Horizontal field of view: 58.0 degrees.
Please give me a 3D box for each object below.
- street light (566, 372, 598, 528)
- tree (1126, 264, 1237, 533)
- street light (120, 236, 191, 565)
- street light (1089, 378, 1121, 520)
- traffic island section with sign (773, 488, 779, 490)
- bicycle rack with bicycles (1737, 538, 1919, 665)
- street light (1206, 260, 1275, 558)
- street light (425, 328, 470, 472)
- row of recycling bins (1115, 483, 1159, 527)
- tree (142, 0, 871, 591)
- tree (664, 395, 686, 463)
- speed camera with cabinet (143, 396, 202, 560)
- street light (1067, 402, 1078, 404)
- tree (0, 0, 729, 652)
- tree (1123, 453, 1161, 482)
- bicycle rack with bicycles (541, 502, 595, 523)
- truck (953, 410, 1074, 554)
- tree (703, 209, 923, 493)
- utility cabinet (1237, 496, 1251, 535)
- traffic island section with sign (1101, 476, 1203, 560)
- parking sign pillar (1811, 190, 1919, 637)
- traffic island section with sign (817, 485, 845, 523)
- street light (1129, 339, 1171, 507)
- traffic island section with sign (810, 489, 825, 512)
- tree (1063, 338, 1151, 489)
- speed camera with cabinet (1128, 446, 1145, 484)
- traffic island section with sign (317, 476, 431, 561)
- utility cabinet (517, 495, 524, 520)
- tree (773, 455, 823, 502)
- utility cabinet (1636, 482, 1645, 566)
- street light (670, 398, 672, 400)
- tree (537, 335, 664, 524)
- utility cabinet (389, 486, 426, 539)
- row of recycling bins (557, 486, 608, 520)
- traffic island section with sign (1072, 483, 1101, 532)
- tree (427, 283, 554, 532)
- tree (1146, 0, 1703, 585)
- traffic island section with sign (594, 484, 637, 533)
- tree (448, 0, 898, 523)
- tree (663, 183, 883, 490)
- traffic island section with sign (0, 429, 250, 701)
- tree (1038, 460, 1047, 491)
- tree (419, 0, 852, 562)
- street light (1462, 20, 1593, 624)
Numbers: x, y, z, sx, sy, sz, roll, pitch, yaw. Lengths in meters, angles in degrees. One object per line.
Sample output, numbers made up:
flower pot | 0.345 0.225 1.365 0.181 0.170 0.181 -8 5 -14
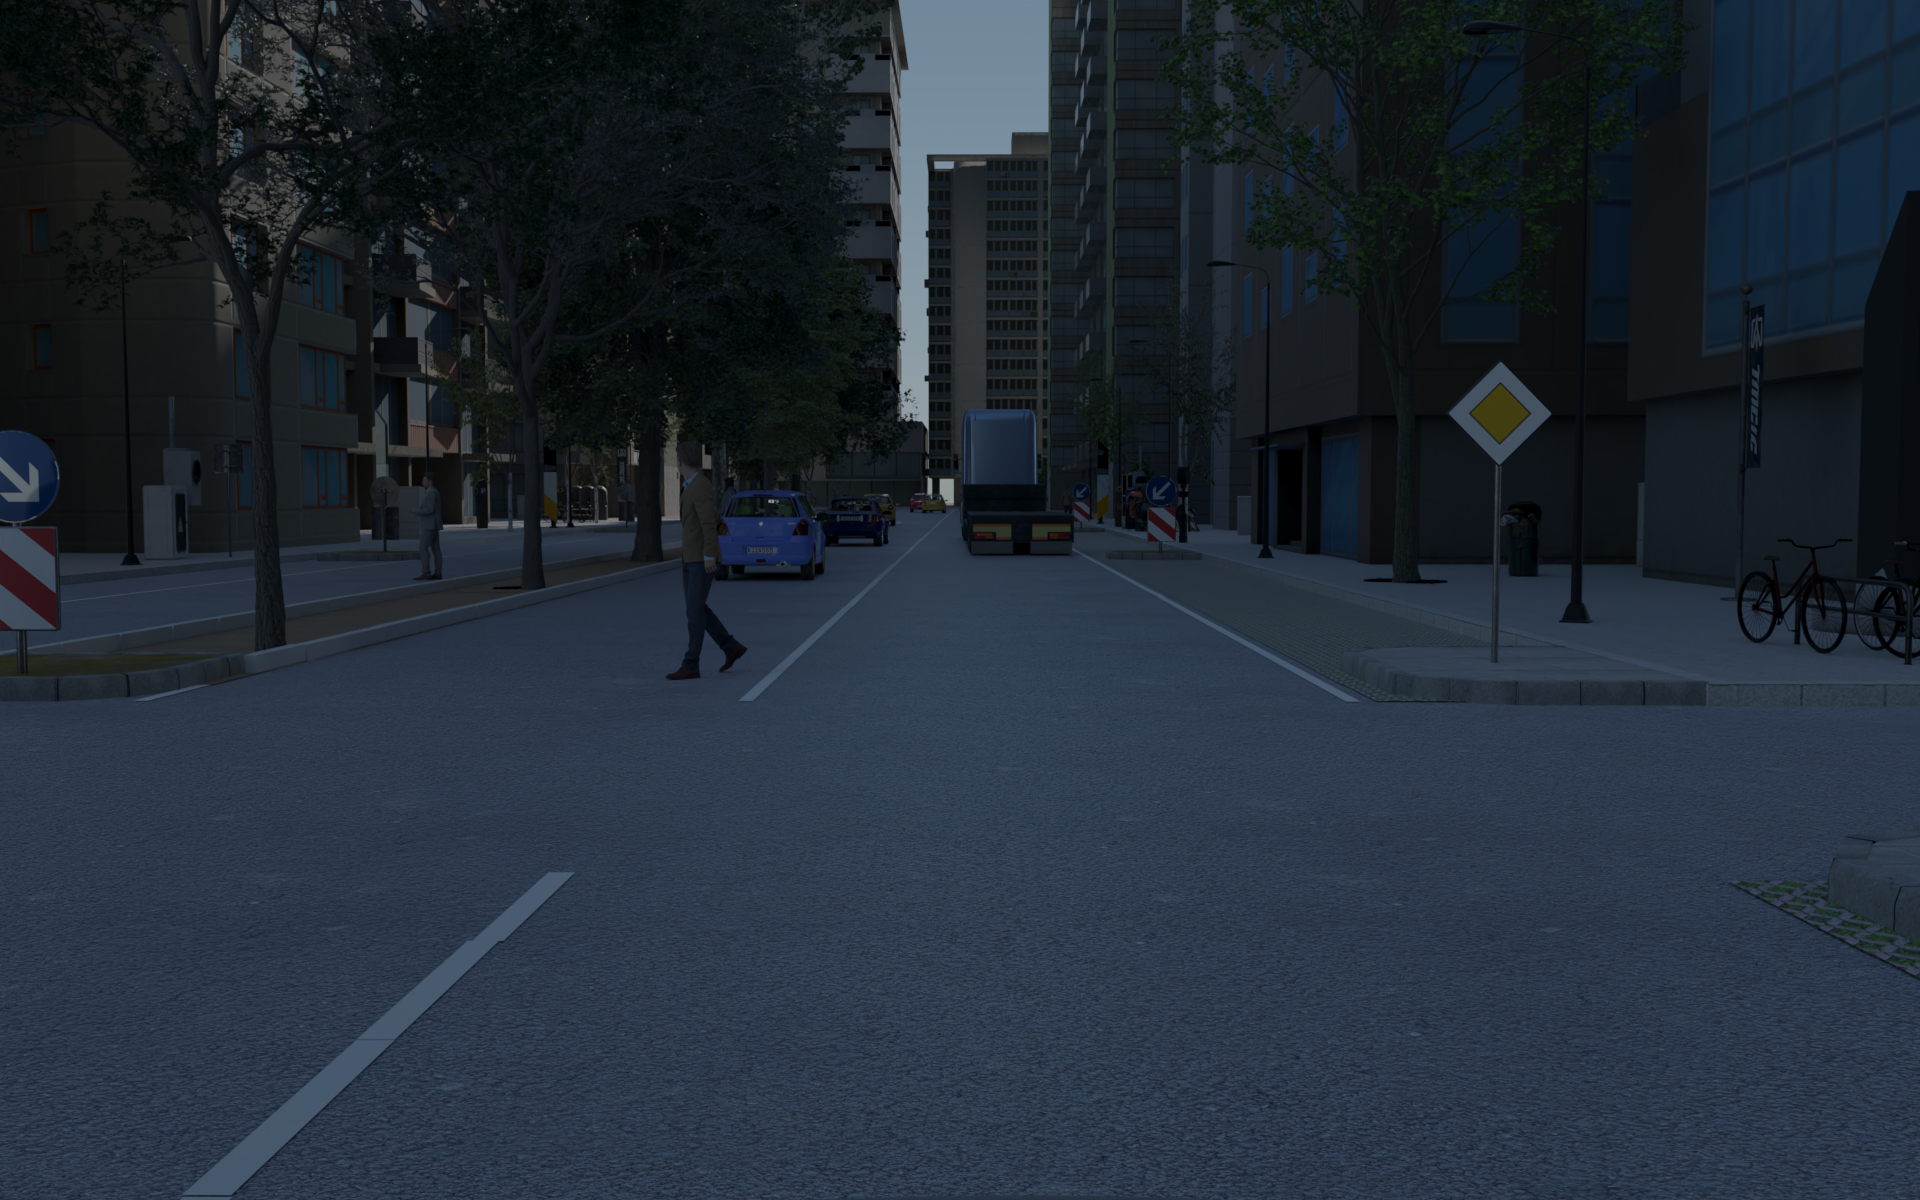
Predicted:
street light | -14.363 -5.723 66.109 1.470 5.913 1.316 0 4 0
tree | 7.577 -6.468 56.110 4.360 8.622 3.978 0 3 0
street light | -14.450 -3.584 31.133 1.470 5.913 1.316 0 4 0
street light | 5.855 -5.921 69.355 1.470 5.913 1.316 0 4 0
traffic island section with sign | -12.243 -6.527 115.341 1.989 1.847 2.006 0 4 0
bicycle rack with bicycles | 7.881 -0.020 13.704 2.852 0.926 2.925 0 4 2
street light | 5.591 -3.794 34.566 1.470 5.913 1.316 0 4 0
street light | -14.383 -4.648 48.528 1.470 5.913 1.316 0 4 0
row of recycling bins | 6.798 -3.619 66.288 1.069 1.692 3.534 -1 4 -11
tree | -6.357 -6.884 25.374 12.009 13.543 11.850 0 3 0
tree | -15.733 -8.371 87.226 4.360 8.622 3.978 0 3 0
speed camera with cabinet | -15.666 -2.455 34.472 0.660 3.252 2.038 -1 4 -9
street light | 6.032 -7.005 87.078 1.470 5.913 1.316 0 4 0
tree | -6.159 -4.814 15.575 8.767 10.594 7.601 0 4 0
tree | 7.854 -4.893 74.596 1.663 3.219 1.824 0 3 0
bicycle rack with bicycles | -17.562 -3.949 77.953 2.852 0.926 2.925 2 4 35
truck | 1.332 -3.646 49.369 2.967 4.110 18.799 0 4 -1
tree | -6.321 -8.992 66.485 9.611 12.733 9.660 0 3 0
utility cabinet | 9.182 -2.621 54.015 1.020 1.237 0.306 0 4 -4
traffic island section with sign | 4.255 -1.813 38.269 1.989 1.847 2.006 0 4 0
parking sign pillar | 8.756 -1.688 16.068 1.447 3.967 1.447 1 4 14
traffic island section with sign | -6.241 -4.888 88.053 2.006 1.907 1.989 0 4 0
street light | 5.749 -4.857 51.960 1.470 5.913 1.316 0 4 0
traffic island section with sign | -12.072 -8.175 142.295 1.989 1.847 2.006 0 4 0
tree | 6.966 -8.104 82.858 4.737 8.622 4.395 0 3 0
speed camera with cabinet | 7.130 -4.723 71.561 0.660 3.252 2.038 0 4 -6
traffic island section with sign | -12.731 -1.790 37.902 1.989 1.847 2.006 0 4 0
utility cabinet | -21.507 -4.594 86.276 1.020 1.237 0.306 0 4 7
tree | -6.567 -7.472 74.993 4.360 8.622 3.978 0 3 0
utility cabinet | 12.497 -1.337 30.541 1.173 1.500 0.318 -1 4 -22
street light | -14.159 -6.787 83.503 1.470 5.913 1.316 0 4 0
tree | -16.012 -7.636 75.211 4.360 8.622 3.978 0 3 0
utility cabinet | -15.747 -2.484 49.285 1.173 1.500 0.318 2 4 24
row of recycling bins | -18.820 -4.829 86.060 3.534 1.692 1.069 3 4 37
traffic island section with sign | 4.417 -3.461 65.223 1.989 1.847 2.006 0 4 0
tree | -15.426 -6.607 58.390 4.737 8.622 4.395 0 3 0
tree | 6.306 -6.059 24.823 9.928 11.665 9.643 0 3 0
traffic island section with sign | -12.560 -3.448 64.995 1.989 1.847 2.006 0 4 0
tree | -7.762 -11.569 47.505 12.611 20.169 13.585 0 3 0
tree | -6.488 -8.396 57.858 7.486 12.596 7.792 0 3 0
traffic island section with sign | -6.697 -0.292 12.916 2.006 1.907 1.989 0 4 0
tree | 7.883 -11.144 165.923 4.285 4.588 4.351 0 3 0
tree | -6.630 -7.784 36.374 9.857 13.997 8.962 0 3 0
street light | 5.625 -2.730 17.170 1.470 5.913 1.316 0 4 0
